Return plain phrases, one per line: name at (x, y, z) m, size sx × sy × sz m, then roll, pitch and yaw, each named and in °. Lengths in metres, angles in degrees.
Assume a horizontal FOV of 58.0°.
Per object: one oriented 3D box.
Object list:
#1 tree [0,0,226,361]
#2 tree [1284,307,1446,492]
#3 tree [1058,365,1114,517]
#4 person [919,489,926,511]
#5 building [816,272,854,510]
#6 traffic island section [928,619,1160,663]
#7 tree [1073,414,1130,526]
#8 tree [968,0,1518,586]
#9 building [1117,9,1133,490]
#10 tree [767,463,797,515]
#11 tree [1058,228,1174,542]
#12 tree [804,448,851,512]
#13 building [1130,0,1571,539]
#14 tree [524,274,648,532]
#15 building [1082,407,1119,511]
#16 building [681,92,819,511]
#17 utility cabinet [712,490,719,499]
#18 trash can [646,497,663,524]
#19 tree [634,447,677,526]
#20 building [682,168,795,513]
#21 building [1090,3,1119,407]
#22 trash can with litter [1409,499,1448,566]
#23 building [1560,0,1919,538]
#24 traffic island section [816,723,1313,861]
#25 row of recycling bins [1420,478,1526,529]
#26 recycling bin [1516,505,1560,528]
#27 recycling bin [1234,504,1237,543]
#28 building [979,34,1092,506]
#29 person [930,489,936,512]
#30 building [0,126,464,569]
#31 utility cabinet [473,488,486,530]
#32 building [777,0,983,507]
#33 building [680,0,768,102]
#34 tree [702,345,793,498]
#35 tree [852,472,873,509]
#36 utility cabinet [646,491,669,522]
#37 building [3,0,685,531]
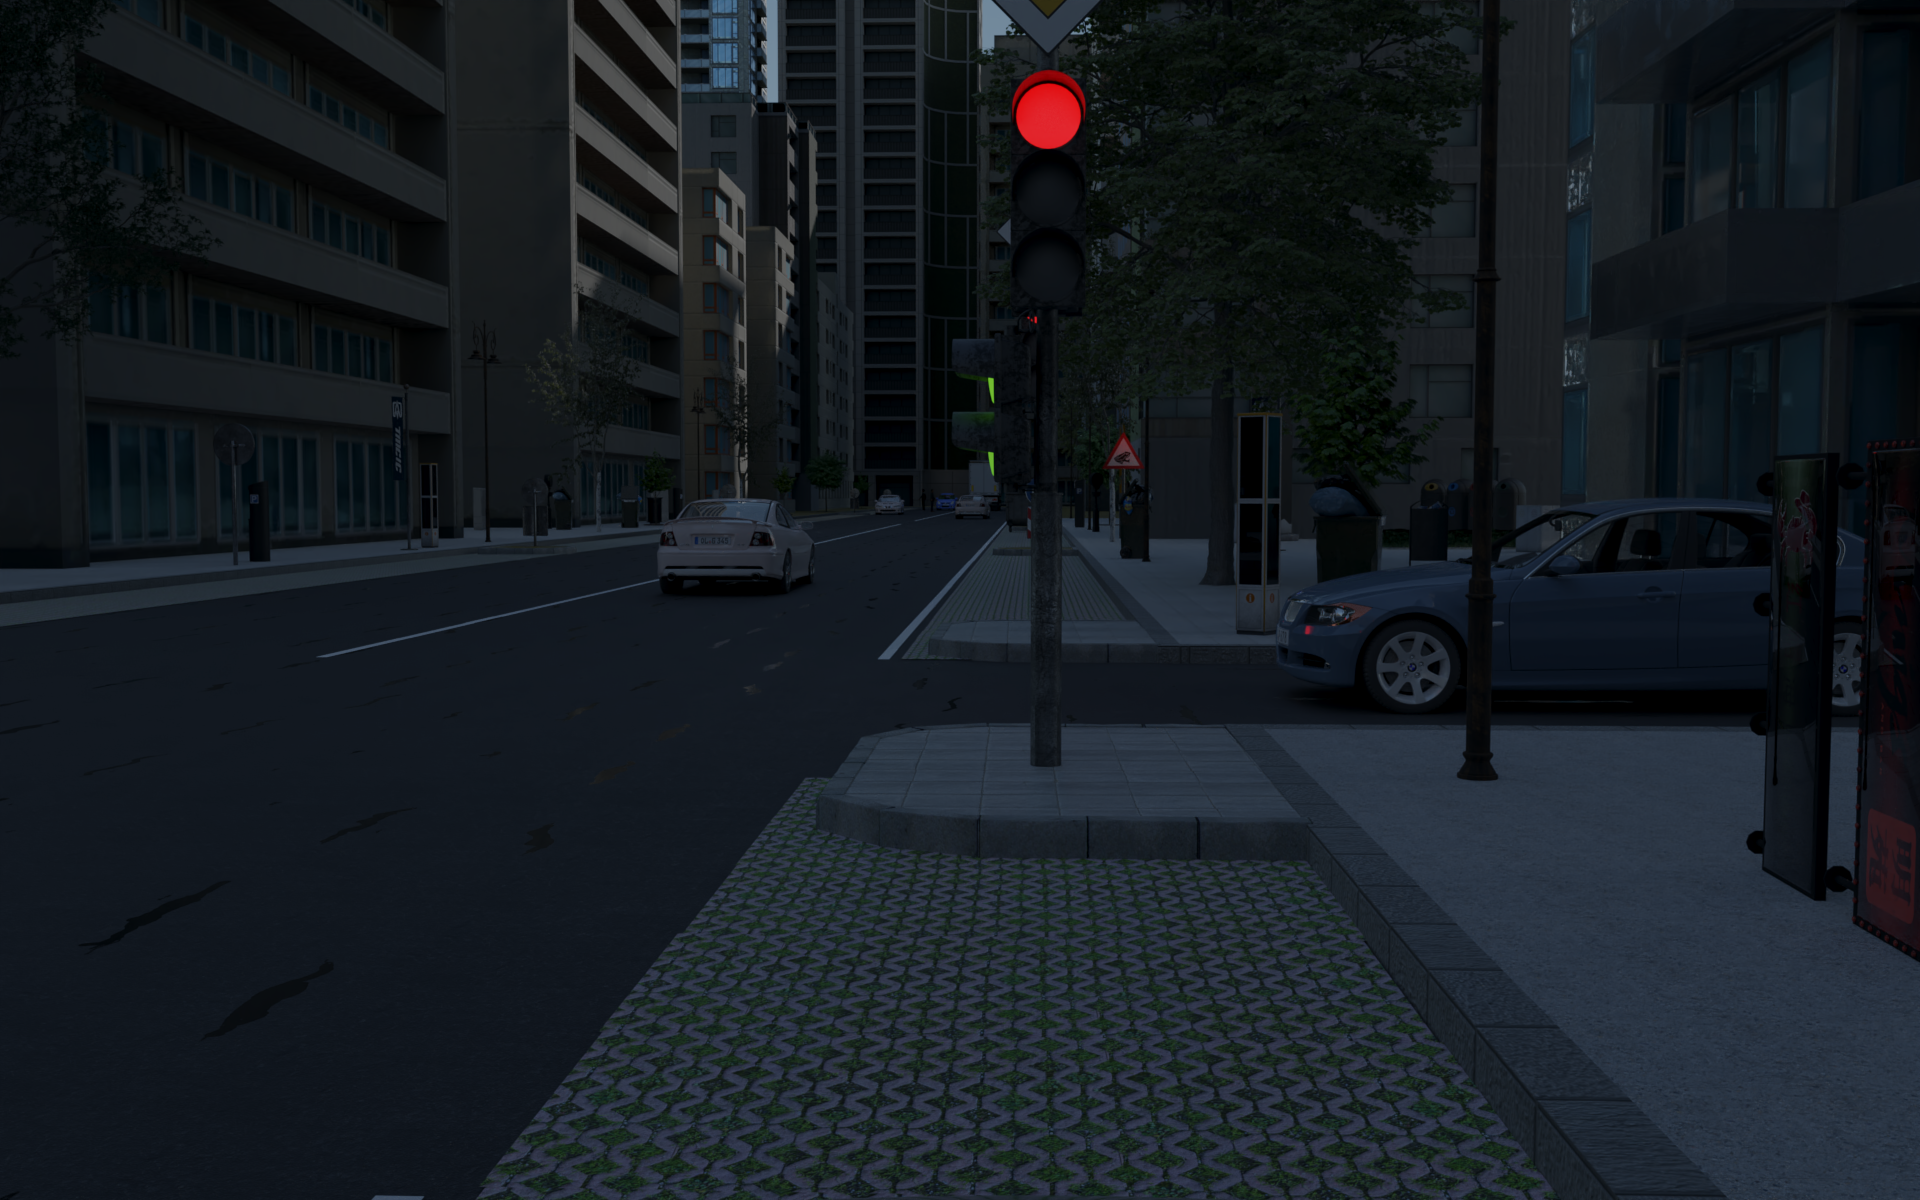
tree at (-14.479, -5.507, 24.455) m, size 8.767 × 10.594 × 7.601 m, roll 1°, pitch 4°, yaw 16°
tree at (4.222, -1.433, 18.037) m, size 1.663 × 3.219 × 1.824 m, roll 0°, pitch 3°, yaw 0°
tree at (6.569, -8.982, 97.216) m, size 4.737 × 8.622 × 4.395 m, roll 0°, pitch 3°, yaw 0°
person at (-3.094, -8.366, 144.917) m, size 0.705 × 1.869 × 1.348 m, roll 2°, pitch 4°, yaw 24°
building at (-25.203, -18.822, 152.771) m, size 28.899 × 21.520 × 27.650 m, roll 0°, pitch 4°, yaw 2°
traffic island section at (0.758, 0.373, 16.184) m, size 2.009 × 0.180 × 2.903 m, roll 0°, pitch 4°, yaw 2°
tree at (6.122, -5.341, 71.031) m, size 4.285 × 4.588 × 4.351 m, roll 0°, pitch 3°, yaw 0°
tree at (3.767, -6.508, 24.539) m, size 7.486 × 12.596 × 7.792 m, roll 0°, pitch 3°, yaw 0°
building at (16.265, -27.425, 98.517) m, size 14.600 × 45.320 × 14.200 m, roll 0°, pitch 4°, yaw 2°
tree at (-10.675, -6.806, 105.873) m, size 1.663 × 3.219 × 1.824 m, roll 0°, pitch 3°, yaw 0°
tree at (3.890, -5.848, 45.978) m, size 4.360 × 8.622 × 3.978 m, roll 0°, pitch 3°, yaw 0°
tree at (-9.472, -8.560, 123.670) m, size 4.285 × 4.588 × 4.351 m, roll 0°, pitch 3°, yaw 0°
building at (12.437, -22.701, 54.748) m, size 14.154 × 41.232 × 14.086 m, roll 0°, pitch 4°, yaw 2°
tree at (-12.293, -6.596, 58.207) m, size 4.360 × 8.622 × 3.978 m, roll 0°, pitch 3°, yaw 0°
building at (20.216, -49.374, 119.936) m, size 22.319 × 86.520 × 31.000 m, roll 0°, pitch 4°, yaw 2°
building at (-18.363, -21.810, 128.292) m, size 14.160 × 30.474 × 14.107 m, roll 0°, pitch 4°, yaw 2°
utility cabinet at (-12.337, -4.812, 87.352) m, size 0.318 × 1.500 × 1.173 m, roll -1°, pitch 4°, yaw -11°
trash can at (-13.212, -3.872, 74.954) m, size 0.748 × 1.137 × 0.748 m, roll 0°, pitch 3°, yaw 0°
tree at (-12.552, -4.659, 70.771) m, size 1.663 × 3.219 × 1.824 m, roll 0°, pitch 3°, yaw 0°
building at (-25.966, -16.021, 106.987) m, size 27.650 × 21.520 × 28.899 m, roll 0°, pitch 4°, yaw 2°
building at (25.201, -34.296, 149.979) m, size 28.713 × 52.752 × 27.495 m, roll 0°, pitch 4°, yaw 2°
trash can with litter at (6.972, -0.806, 24.238) m, size 2.233 × 1.210 × 1.678 m, roll 0°, pitch 4°, yaw 8°
building at (24.637, -24.716, 23.714) m, size 30.456 × 49.044 × 23.786 m, roll 0°, pitch 4°, yaw 2°
traffic island section at (0.428, 0.861, 8.206) m, size 2.009 × 0.180 × 2.903 m, roll 0°, pitch 4°, yaw 2°
row of recycling bins at (13.453, -2.346, 45.472) m, size 1.069 × 1.692 × 3.534 m, roll -2°, pitch 4°, yaw -27°
recycling bin at (12.823, -1.578, 38.347) m, size 0.722 × 1.027 × 0.722 m, roll -2°, pitch 4°, yaw -29°
recycling bin at (7.394, -2.005, 45.344) m, size 0.722 × 1.027 × 0.722 m, roll -3°, pitch 5°, yaw -40°
building at (13.018, -34.456, 187.052) m, size 21.600 × 48.544 × 21.300 m, roll 0°, pitch 4°, yaw 2°
person at (-2.193, -7.948, 138.476) m, size 0.705 × 1.821 × 1.348 m, roll 1°, pitch 4°, yaw 13°
building at (-25.566, -25.405, 39.078) m, size 21.300 × 48.544 × 21.600 m, roll 0°, pitch 4°, yaw 2°
utility cabinet at (-17.067, -3.243, 61.705) m, size 0.318 × 1.500 × 1.173 m, roll 0°, pitch 4°, yaw -5°
building at (-8.113, -45.744, 186.169) m, size 20.611 × 71.187 × 20.563 m, roll 0°, pitch 4°, yaw 2°
building at (-33.867, -53.504, 187.460) m, size 31.000 × 86.520 × 22.319 m, roll 0°, pitch 4°, yaw 2°
tree at (-10.705, -8.323, 86.449) m, size 4.360 × 8.622 × 3.978 m, roll 0°, pitch 3°, yaw 0°
tree at (-8.554, -9.422, 148.649) m, size 1.663 × 3.219 × 1.824 m, roll 0°, pitch 3°, yaw 0°
utility cabinet at (-13.628, -4.243, 78.050) m, size 0.318 × 1.500 × 1.173 m, roll 2°, pitch 4°, yaw 31°
building at (-24.820, -27.611, 75.142) m, size 21.300 × 48.544 × 21.600 m, roll 0°, pitch 4°, yaw 2°
